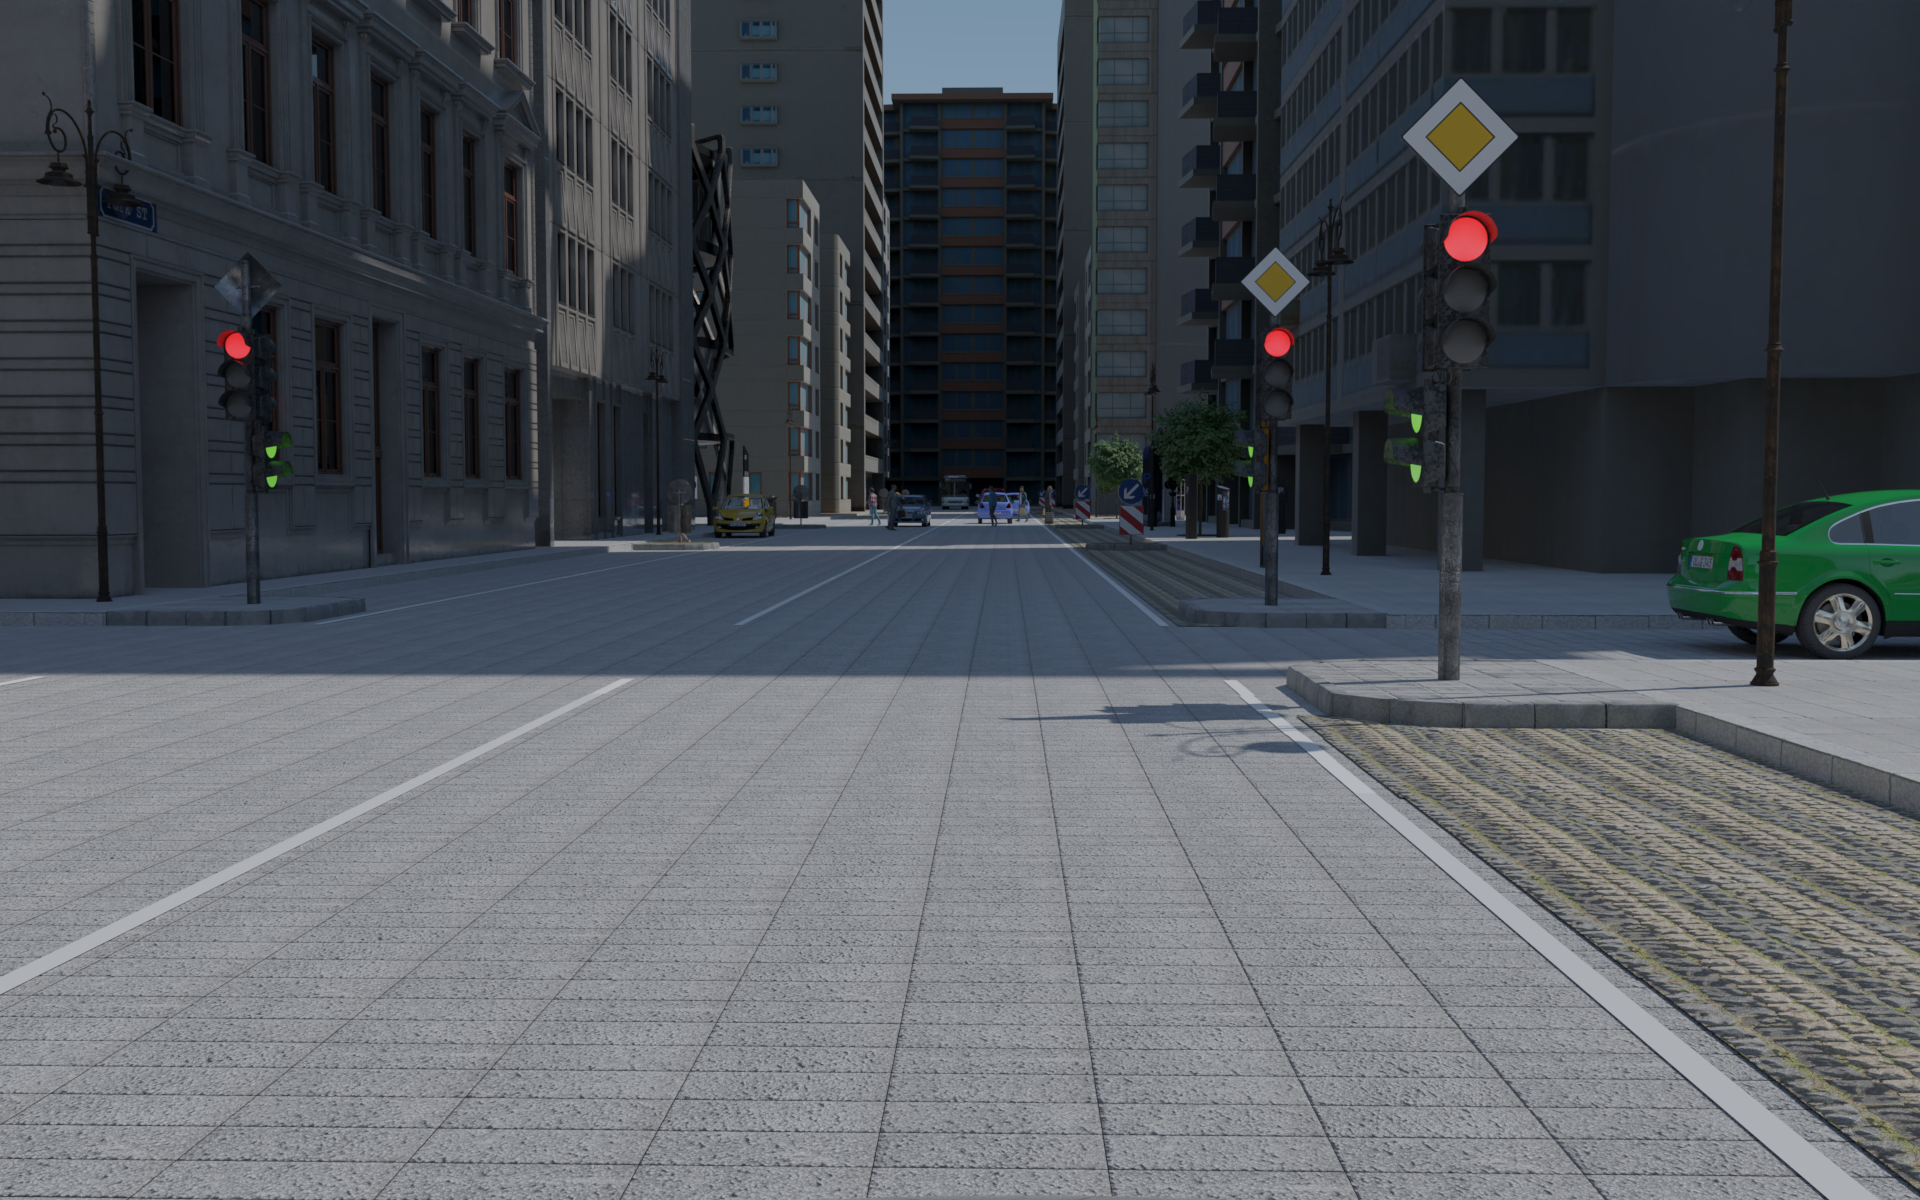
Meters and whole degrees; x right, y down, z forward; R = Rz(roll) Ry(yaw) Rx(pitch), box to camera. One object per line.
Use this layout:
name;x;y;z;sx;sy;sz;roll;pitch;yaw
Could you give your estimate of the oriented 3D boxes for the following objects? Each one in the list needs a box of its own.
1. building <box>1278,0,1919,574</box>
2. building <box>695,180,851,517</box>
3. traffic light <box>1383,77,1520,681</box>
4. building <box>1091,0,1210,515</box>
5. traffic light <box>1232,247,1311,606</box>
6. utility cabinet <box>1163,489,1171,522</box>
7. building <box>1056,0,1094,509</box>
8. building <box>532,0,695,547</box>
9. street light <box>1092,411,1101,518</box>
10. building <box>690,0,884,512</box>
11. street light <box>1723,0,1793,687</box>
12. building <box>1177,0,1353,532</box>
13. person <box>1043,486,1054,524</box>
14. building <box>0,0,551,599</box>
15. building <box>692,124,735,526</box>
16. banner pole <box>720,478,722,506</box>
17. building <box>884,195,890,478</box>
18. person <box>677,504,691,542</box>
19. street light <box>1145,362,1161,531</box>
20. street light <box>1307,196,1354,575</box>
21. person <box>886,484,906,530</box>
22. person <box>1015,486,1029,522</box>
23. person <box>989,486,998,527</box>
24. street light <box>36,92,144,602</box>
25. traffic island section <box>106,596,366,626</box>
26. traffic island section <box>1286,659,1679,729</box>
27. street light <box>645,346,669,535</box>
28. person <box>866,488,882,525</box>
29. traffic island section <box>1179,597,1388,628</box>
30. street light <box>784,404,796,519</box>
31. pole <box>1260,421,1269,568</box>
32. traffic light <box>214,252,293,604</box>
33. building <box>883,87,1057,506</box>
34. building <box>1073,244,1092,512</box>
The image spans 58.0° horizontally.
building;19.396;-20.859;32.918;23.993;40.220;32.217;0;4;1
building;-22.072;-16.222;110.271;27.650;21.520;28.899;0;4;1
traffic light;3.361;-1.403;11.861;0.839;4.253;0.868;0;4;1
building;15.547;-26.218;112.254;14.154;41.232;14.086;0;4;1
traffic light;3.567;-1.891;19.844;0.839;4.253;0.868;0;4;1
utility cabinet;8.515;-3.815;71.061;0.318;1.500;1.173;0;4;5
building;19.834;-32.732;158.864;21.300;48.544;21.600;0;4;1
building;-15.748;-14.286;51.593;12.078;24.808;19.932;0;4;1
street light;7.456;-7.448;94.564;0.468;5.910;1.993;0;4;1
building;-17.331;-31.301;135.477;21.300;48.544;21.600;0;4;1
street light;5.399;-2.364;11.445;0.468;5.910;1.993;0;4;1
building;20.524;-25.388;69.724;22.147;44.769;28.867;0;4;1
person;4.172;-4.486;82.067;0.699;1.804;1.509;1;4;11
building;-15.165;-11.876;30.333;11.583;22.565;21.152;0;4;1
building;-17.975;-12.441;70.867;16.820;18.784;16.811;0;4;1
banner pole;-12.377;-6.098;89.723;0.401;3.779;0.863;-1;4;-10
building;-13.779;-23.984;163.840;14.107;30.474;14.160;0;4;1
person;-7.563;-2.041;46.886;0.505;1.210;0.382;-3;5;-45
street light;6.742;-5.376;60.688;0.468;5.910;1.993;0;4;1
street light;5.796;-3.332;27.260;0.468;5.910;1.993;0;4;1
person;-2.617;-3.652;68.330;0.853;1.813;0.709;2;4;26
person;3.154;-4.827;87.413;0.713;1.824;0.794;-1;4;-21
person;1.432;-4.054;75.129;0.444;1.785;0.601;3;5;42
street light;-10.208;-2.917;20.482;0.468;5.910;1.993;0;4;1
traffic island section;-8.280;0.123;20.268;2.009;0.180;2.903;0;4;1
traffic island section;3.401;0.630;11.974;2.009;0.180;2.903;0;4;1
street light;-9.447;-4.975;54.121;0.468;5.910;1.993;0;4;1
person;-3.949;-4.267;79.101;0.643;1.720;0.563;2;4;29
traffic island section;3.607;0.142;19.957;2.009;0.180;2.903;0;4;1
street light;-8.578;-7.019;87.551;0.468;5.910;1.993;0;4;1
pole;5.325;-2.215;30.055;0.158;3.312;0.155;0;3;0
traffic light;-8.240;-1.909;20.132;0.839;4.253;0.868;0;4;1
building;0.719;-32.717;189.548;28.867;44.769;22.147;0;4;1
building;23.246;-17.681;134.117;27.650;21.520;28.899;0;4;1
